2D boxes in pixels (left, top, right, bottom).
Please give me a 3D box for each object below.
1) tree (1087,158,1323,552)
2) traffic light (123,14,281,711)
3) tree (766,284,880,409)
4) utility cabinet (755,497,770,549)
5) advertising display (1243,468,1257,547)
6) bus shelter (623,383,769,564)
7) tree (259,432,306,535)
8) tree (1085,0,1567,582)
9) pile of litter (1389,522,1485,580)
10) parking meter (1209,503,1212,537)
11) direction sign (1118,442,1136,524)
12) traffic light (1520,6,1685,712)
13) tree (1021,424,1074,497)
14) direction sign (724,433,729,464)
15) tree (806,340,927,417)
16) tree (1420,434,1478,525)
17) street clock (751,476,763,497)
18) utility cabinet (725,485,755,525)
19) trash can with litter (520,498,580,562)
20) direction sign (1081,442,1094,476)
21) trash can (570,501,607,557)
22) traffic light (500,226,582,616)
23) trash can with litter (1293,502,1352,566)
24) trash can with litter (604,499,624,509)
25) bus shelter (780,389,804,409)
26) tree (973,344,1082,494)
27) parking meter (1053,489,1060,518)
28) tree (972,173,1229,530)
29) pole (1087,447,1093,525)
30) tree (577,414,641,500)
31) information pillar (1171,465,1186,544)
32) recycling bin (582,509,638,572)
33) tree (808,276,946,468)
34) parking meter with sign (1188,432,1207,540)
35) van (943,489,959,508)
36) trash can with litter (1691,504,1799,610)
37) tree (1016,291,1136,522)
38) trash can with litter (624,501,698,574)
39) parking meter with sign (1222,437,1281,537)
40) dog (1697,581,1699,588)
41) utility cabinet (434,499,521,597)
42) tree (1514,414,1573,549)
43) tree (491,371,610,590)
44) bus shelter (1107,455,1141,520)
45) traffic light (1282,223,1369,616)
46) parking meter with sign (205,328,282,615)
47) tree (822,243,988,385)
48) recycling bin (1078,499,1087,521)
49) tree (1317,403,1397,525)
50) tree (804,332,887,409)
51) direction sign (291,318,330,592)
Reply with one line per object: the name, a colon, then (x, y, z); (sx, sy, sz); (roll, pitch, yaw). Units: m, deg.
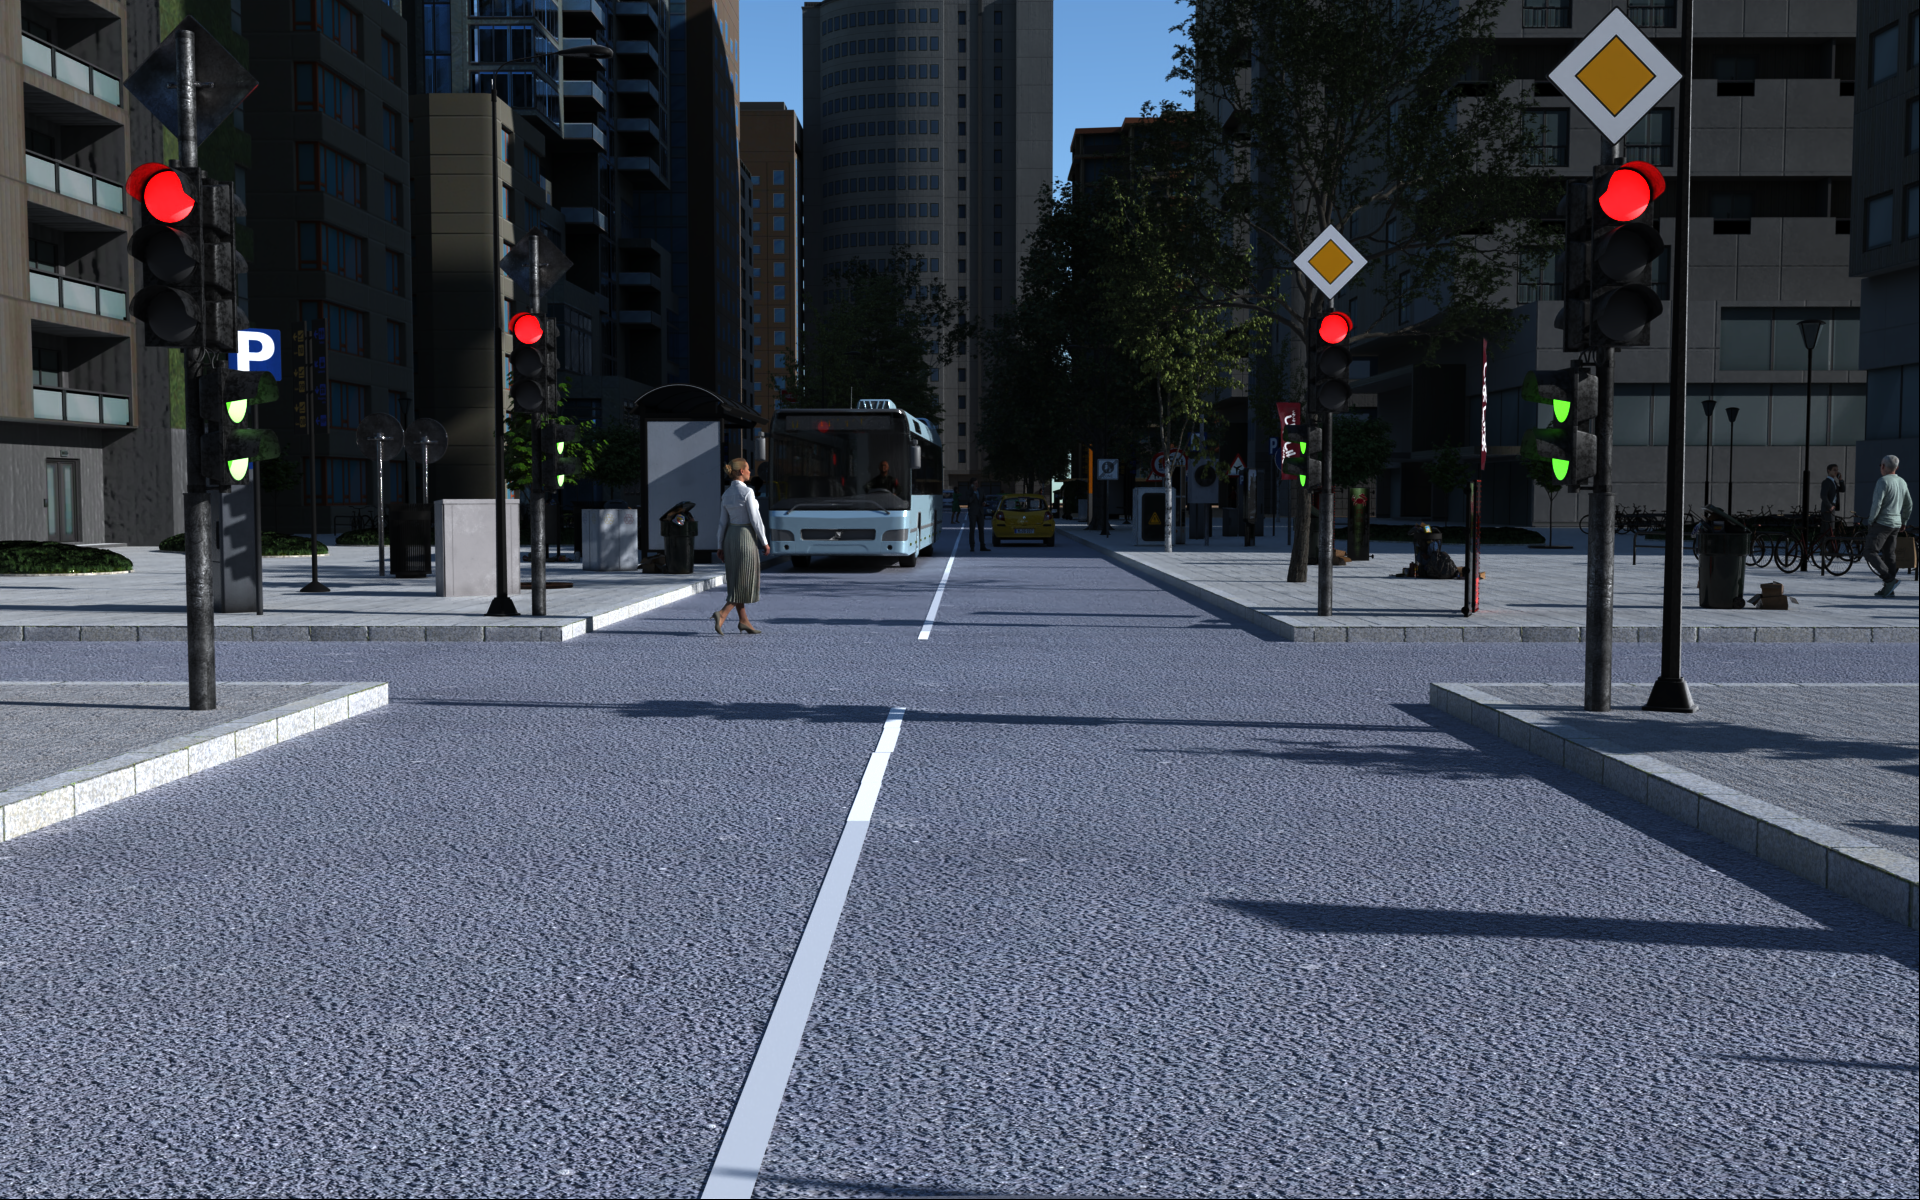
tree: (4.771, -5.355, 37.912); (4.737, 8.622, 4.395); (0, 3, 0)
traffic light: (-4.499, -1.302, 10.210); (0.839, 4.253, 0.868); (0, 4, 0)
tree: (-4.699, -6.763, 60.934); (4.737, 8.622, 4.395); (0, 3, 0)
utility cabinet: (-4.710, -1.787, 40.371); (1.020, 1.237, 0.306); (-3, 5, -41)
advertising display: (7.136, -2.287, 42.602); (0.123, 1.923, 0.974); (1, 4, 23)
bus shelter: (-5.105, -2.474, 34.379); (2.014, 3.302, 5.546); (0, 4, 0)
tree: (-21.353, -3.637, 54.062); (1.663, 3.219, 1.824); (0, 3, 0)
tree: (5.233, -5.529, 24.805); (7.601, 10.594, 8.767); (1, 4, 18)
pile of litter: (7.346, -0.775, 26.638); (1.176, 0.858, 1.719); (-1, 4, -13)
parking meter: (7.348, -2.650, 51.736); (0.372, 1.533, 0.369); (0, 3, 0)
direction sign: (7.146, -5.026, 74.172); (0.876, 3.537, 0.379); (-1, 4, -20)
traffic light: (3.762, -1.299, 10.158); (0.839, 4.253, 0.868); (0, 4, 0)
tree: (5.745, -10.278, 118.405); (4.360, 8.622, 3.978); (0, 3, 0)
direction sign: (-8.942, -4.430, 64.420); (0.876, 3.537, 0.379); (2, 4, 32)
tree: (-5.325, -10.275, 102.412); (7.601, 10.594, 8.767); (1, 4, 19)
tree: (15.738, -3.727, 55.530); (1.663, 3.219, 1.824); (0, 3, 0)
street clock: (-8.269, -4.040, 70.617); (0.471, 2.002, 0.358); (-3, 5, -42)
utility cabinet: (-5.865, -2.195, 44.567); (1.173, 1.500, 0.318); (1, 4, 21)
trash can with litter: (-7.908, -1.361, 33.308); (1.678, 1.210, 2.233); (-3, 4, -38)
direction sign: (5.579, -4.978, 73.394); (0.876, 3.537, 0.379); (1, 4, 16)
trash can: (-7.557, -1.445, 35.279); (0.748, 1.137, 0.748); (0, 3, 0)
traffic light: (-4.433, -1.790, 18.195); (0.839, 4.253, 0.868); (0, 4, 0)
trash can with litter: (6.585, -1.225, 31.412); (1.055, 1.170, 0.624); (2, 4, 35)
trash can with litter: (-7.299, -1.556, 36.820); (0.624, 1.170, 1.055); (0, 4, -4)
bus shelter: (-5.737, -5.571, 68.721); (2.179, 5.291, 8.768); (0, 4, 1)
tree: (5.996, -14.490, 143.559); (9.857, 13.997, 8.962); (0, 3, 0)
parking meter: (5.073, -5.069, 91.284); (0.372, 1.533, 0.369); (0, 3, 0)
tree: (4.859, -8.833, 61.434); (9.611, 12.733, 9.660); (0, 3, 0)
pole: (5.316, -4.709, 70.829); (0.158, 3.312, 0.155); (0, 3, 0)
tree: (-14.222, -5.349, 71.164); (4.285, 4.588, 4.351); (0, 3, 0)
information pillar: (5.564, -2.427, 44.181); (0.304, 2.012, 0.304); (2, 4, 29)
recycling bin: (-5.882, -1.011, 29.090); (0.722, 1.027, 0.722); (-2, 4, -35)
tree: (-4.618, -10.542, 90.488); (7.486, 12.596, 7.792); (0, 3, 0)
parking meter with sign: (6.817, -3.262, 49.594); (0.543, 3.016, 1.738); (1, 4, 10)
van: (-1.069, -8.586, 147.387); (2.013, 2.044, 4.112); (0, 4, 1)
trash can with litter: (8.808, -0.493, 19.447); (1.055, 1.170, 0.624); (1, 4, 13)
tree: (6.109, -9.347, 78.574); (9.928, 11.665, 9.643); (0, 3, 0)
trash can with litter: (-4.743, -1.010, 27.895); (1.055, 1.170, 0.624); (2, 4, 28)
parking meter with sign: (8.825, -3.444, 52.574); (1.738, 3.016, 0.543); (-1, 4, -21)
dog: (10.229, -0.415, 23.612); (0.406, 0.507, 0.540); (0, 4, 7)
utility cabinet: (-6.115, -0.660, 21.956); (1.020, 1.237, 0.306); (-3, 4, -39)
tree: (14.110, -2.831, 40.884); (1.663, 3.219, 1.824); (0, 3, 0)
tree: (-5.841, -1.770, 23.544); (1.663, 3.219, 1.824); (0, 3, 0)
bus shelter: (7.747, -5.647, 86.246); (2.014, 3.302, 5.546); (0, 4, 1)
traffic light: (3.828, -1.787, 18.143); (0.839, 4.253, 0.868); (0, 4, 0)
parking meter with sign: (-7.958, -1.386, 18.918); (0.543, 3.016, 1.738); (-3, 5, -40)
tree: (-3.814, -16.689, 128.747); (12.611, 20.169, 13.585); (0, 3, 0)
recycling bin: (6.174, -4.363, 83.891); (0.722, 1.027, 0.722); (1, 4, 22)
tree: (14.100, -4.820, 62.513); (4.285, 4.588, 4.351); (0, 3, 0)
tree: (-5.319, -7.800, 77.892); (4.360, 8.622, 3.978); (0, 3, 0)
direction sign: (-8.477, -1.875, 22.661); (0.876, 3.537, 0.379); (3, 5, 41)
